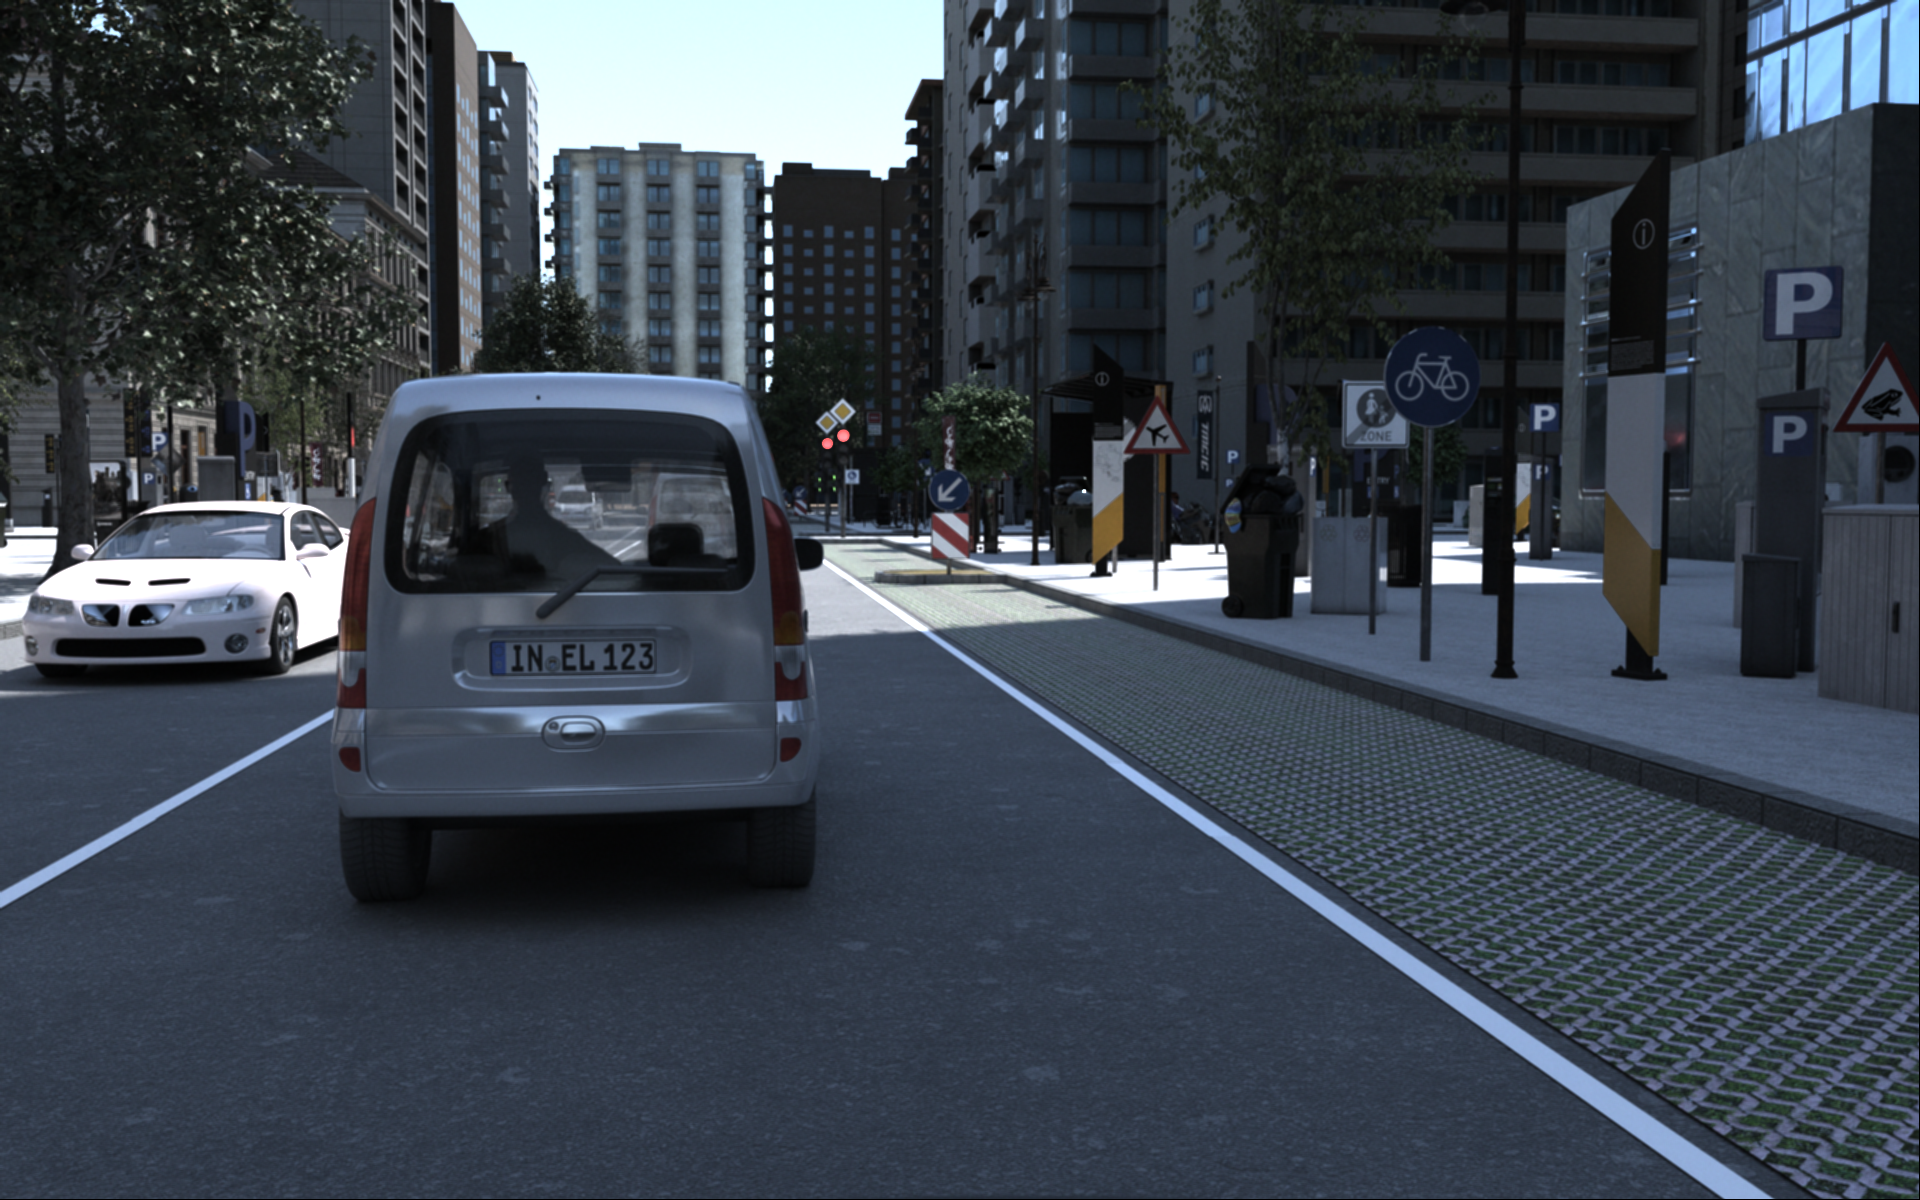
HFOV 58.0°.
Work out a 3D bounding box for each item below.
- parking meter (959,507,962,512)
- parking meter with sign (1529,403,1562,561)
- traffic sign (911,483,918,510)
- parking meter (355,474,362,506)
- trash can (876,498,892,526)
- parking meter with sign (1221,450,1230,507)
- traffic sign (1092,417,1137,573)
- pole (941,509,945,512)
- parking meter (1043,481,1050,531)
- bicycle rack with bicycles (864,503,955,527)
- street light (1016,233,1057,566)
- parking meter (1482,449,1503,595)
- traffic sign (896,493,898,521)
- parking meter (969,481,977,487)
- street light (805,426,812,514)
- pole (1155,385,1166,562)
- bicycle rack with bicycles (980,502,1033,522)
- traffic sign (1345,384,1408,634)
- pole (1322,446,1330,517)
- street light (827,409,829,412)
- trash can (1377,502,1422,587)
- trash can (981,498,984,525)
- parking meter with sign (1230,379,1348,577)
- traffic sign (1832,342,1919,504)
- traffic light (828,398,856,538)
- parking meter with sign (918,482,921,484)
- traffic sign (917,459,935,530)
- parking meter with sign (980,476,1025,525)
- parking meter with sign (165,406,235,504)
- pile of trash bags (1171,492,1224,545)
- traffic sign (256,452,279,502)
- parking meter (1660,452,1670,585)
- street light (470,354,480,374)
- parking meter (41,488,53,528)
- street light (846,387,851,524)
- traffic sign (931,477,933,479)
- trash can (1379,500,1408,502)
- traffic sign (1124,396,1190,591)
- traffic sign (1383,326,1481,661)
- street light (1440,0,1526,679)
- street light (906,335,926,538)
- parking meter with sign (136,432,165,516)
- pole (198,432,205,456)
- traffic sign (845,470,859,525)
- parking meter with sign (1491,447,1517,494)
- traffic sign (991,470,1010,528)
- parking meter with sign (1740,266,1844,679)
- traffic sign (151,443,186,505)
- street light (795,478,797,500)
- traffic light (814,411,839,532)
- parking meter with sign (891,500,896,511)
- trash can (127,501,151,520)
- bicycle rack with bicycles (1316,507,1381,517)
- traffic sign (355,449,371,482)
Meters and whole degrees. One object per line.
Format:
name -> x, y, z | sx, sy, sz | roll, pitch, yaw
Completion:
parking meter -> 0.105, -3.913, 72.388 | 0.372, 1.533, 0.369 | 0, 3, 0
parking meter with sign -> 11.482, -2.315, 34.106 | 0.543, 3.016, 1.738 | 1, 4, 19
traffic sign -> -2.189, -4.659, 78.302 | 0.606, 2.300, 0.079 | 0, 4, -2
parking meter -> -17.177, -2.698, 49.825 | 0.399, 1.863, 0.255 | 2, 4, 24
trash can -> -3.101, -3.599, 70.501 | 0.748, 1.137, 0.748 | 0, 3, 0
parking meter with sign -> 10.538, -4.367, 67.666 | 0.543, 3.016, 1.738 | 1, 4, 17
traffic sign -> 2.524, -1.717, 28.175 | 0.768, 2.556, 0.104 | 0, 4, -4
pole -> -0.710, -4.839, 72.957 | 0.158, 3.312, 0.155 | 0, 3, 0
parking meter -> 3.014, -3.316, 59.921 | 0.399, 1.863, 0.255 | 0, 4, 5
bicycle rack with bicycles -> -2.273, -3.308, 67.467 | 2.852, 0.926, 2.925 | 3, 5, 44
street light -> 1.349, -3.554, 30.890 | 0.468, 5.910, 1.993 | 0, 4, -8
parking meter -> 6.803, -1.000, 22.069 | 0.255, 1.863, 0.399 | 1, 4, 15
traffic sign -> -2.982, -5.014, 82.088 | 0.768, 2.556, 0.104 | 0, 4, 0
parking meter -> 0.348, -2.665, 49.276 | 0.399, 1.863, 0.255 | -2, 4, -30
street light -> -9.925, -8.643, 114.103 | 0.468, 5.910, 1.993 | 0, 4, -8
pole -> 3.756, -2.366, 32.532 | 0.158, 3.312, 0.155 | 0, 3, 0
bicycle rack with bicycles -> 2.078, -3.980, 78.455 | 2.852, 0.926, 2.925 | 3, 5, 39
traffic sign -> 3.770, -0.835, 15.778 | 0.606, 2.300, 0.079 | 0, 4, -1
pole -> 15.274, -4.812, 72.511 | 0.158, 3.312, 0.155 | 0, 3, 0
street light -> -7.214, -7.445, 94.511 | 0.468, 5.910, 1.993 | 0, 4, -8
trash can -> 6.150, -0.754, 23.985 | 0.748, 1.137, 0.748 | 0, 3, 0
trash can -> 1.198, -3.539, 69.514 | 0.748, 1.137, 0.748 | 0, 3, 0
parking meter with sign -> 5.173, -1.881, 27.014 | 1.738, 3.016, 0.543 | 2, 4, 29
traffic sign -> 7.912, -0.911, 14.899 | 0.884, 2.594, 0.081 | 0, 4, -2
traffic light -> -3.446, -3.778, 50.696 | 0.839, 4.253, 0.868 | 0, 4, -8
parking meter with sign -> -2.286, -6.372, 100.441 | 0.543, 3.016, 1.738 | 0, 4, 6
traffic sign -> -1.270, -3.822, 62.594 | 0.768, 2.556, 0.104 | 0, 4, -1
parking meter with sign -> 1.832, -4.570, 70.975 | 1.738, 3.016, 0.543 | -2, 4, -28
parking meter with sign -> -14.792, -2.338, 34.482 | 1.738, 3.016, 0.543 | -2, 4, -25
pile of trash bags -> 6.639, -2.150, 44.909 | 3.447, 1.369, 1.912 | -2, 4, -32
traffic sign -> -16.863, -2.446, 42.126 | 0.606, 2.300, 0.079 | 0, 4, 0
parking meter -> 9.856, -1.152, 24.541 | 0.255, 1.863, 0.399 | 0, 4, 3
street light -> -15.994, -5.169, 57.297 | 0.468, 5.910, 1.993 | 0, 4, -8
parking meter -> -35.020, -3.549, 66.435 | 0.372, 1.533, 0.369 | 0, 3, 0
street light -> -4.830, -6.245, 74.898 | 0.468, 5.910, 1.993 | 0, 4, -8
traffic sign -> -1.170, -5.023, 84.263 | 0.606, 2.300, 0.079 | 0, 4, -3
trash can -> 10.891, -1.950, 43.541 | 0.748, 1.137, 0.748 | 0, 3, 0
traffic sign -> 2.599, -1.403, 22.950 | 0.884, 2.594, 0.081 | 0, 4, -4
traffic sign -> 3.581, -0.804, 13.251 | 0.768, 2.556, 0.104 | 0, 4, -7
street light -> 3.810, -2.395, 11.943 | 0.468, 5.910, 1.993 | 0, 4, -8
street light -> -1.288, -4.749, 50.431 | 0.468, 5.910, 1.993 | 0, 4, -8
parking meter with sign -> -22.395, -3.162, 47.961 | 0.543, 3.016, 1.738 | -1, 4, -10
pole -> -25.117, -3.889, 57.434 | 0.158, 3.312, 0.155 | 0, 3, 0
traffic sign -> -4.510, -4.302, 72.466 | 0.606, 2.300, 0.079 | 0, 4, -1
parking meter with sign -> 20.631, -4.173, 64.490 | 1.738, 3.016, 0.543 | -1, 4, -18
traffic sign -> 1.454, -4.022, 65.765 | 0.884, 2.594, 0.081 | 0, 4, -2
parking meter with sign -> 6.088, -1.007, 12.728 | 0.543, 3.016, 1.738 | 2, 4, 30
traffic sign -> -17.996, -2.337, 39.402 | 0.795, 2.450, 0.064 | 0, 4, -3
street light -> -12.607, -9.798, 132.993 | 0.468, 5.910, 1.993 | 0, 4, -8
traffic light -> -4.514, -4.262, 58.609 | 0.839, 4.253, 0.868 | 0, 4, -8
parking meter with sign -> -5.737, -8.395, 133.520 | 1.738, 3.016, 0.543 | 1, 4, 18
trash can -> -17.060, -1.470, 35.683 | 0.748, 1.137, 0.748 | 0, 3, 0
bicycle rack with bicycles -> 10.807, -2.095, 47.641 | 2.852, 0.926, 2.925 | 2, 4, 30
traffic sign -> -16.815, -2.982, 48.865 | 0.768, 2.556, 0.104 | 0, 4, -1
